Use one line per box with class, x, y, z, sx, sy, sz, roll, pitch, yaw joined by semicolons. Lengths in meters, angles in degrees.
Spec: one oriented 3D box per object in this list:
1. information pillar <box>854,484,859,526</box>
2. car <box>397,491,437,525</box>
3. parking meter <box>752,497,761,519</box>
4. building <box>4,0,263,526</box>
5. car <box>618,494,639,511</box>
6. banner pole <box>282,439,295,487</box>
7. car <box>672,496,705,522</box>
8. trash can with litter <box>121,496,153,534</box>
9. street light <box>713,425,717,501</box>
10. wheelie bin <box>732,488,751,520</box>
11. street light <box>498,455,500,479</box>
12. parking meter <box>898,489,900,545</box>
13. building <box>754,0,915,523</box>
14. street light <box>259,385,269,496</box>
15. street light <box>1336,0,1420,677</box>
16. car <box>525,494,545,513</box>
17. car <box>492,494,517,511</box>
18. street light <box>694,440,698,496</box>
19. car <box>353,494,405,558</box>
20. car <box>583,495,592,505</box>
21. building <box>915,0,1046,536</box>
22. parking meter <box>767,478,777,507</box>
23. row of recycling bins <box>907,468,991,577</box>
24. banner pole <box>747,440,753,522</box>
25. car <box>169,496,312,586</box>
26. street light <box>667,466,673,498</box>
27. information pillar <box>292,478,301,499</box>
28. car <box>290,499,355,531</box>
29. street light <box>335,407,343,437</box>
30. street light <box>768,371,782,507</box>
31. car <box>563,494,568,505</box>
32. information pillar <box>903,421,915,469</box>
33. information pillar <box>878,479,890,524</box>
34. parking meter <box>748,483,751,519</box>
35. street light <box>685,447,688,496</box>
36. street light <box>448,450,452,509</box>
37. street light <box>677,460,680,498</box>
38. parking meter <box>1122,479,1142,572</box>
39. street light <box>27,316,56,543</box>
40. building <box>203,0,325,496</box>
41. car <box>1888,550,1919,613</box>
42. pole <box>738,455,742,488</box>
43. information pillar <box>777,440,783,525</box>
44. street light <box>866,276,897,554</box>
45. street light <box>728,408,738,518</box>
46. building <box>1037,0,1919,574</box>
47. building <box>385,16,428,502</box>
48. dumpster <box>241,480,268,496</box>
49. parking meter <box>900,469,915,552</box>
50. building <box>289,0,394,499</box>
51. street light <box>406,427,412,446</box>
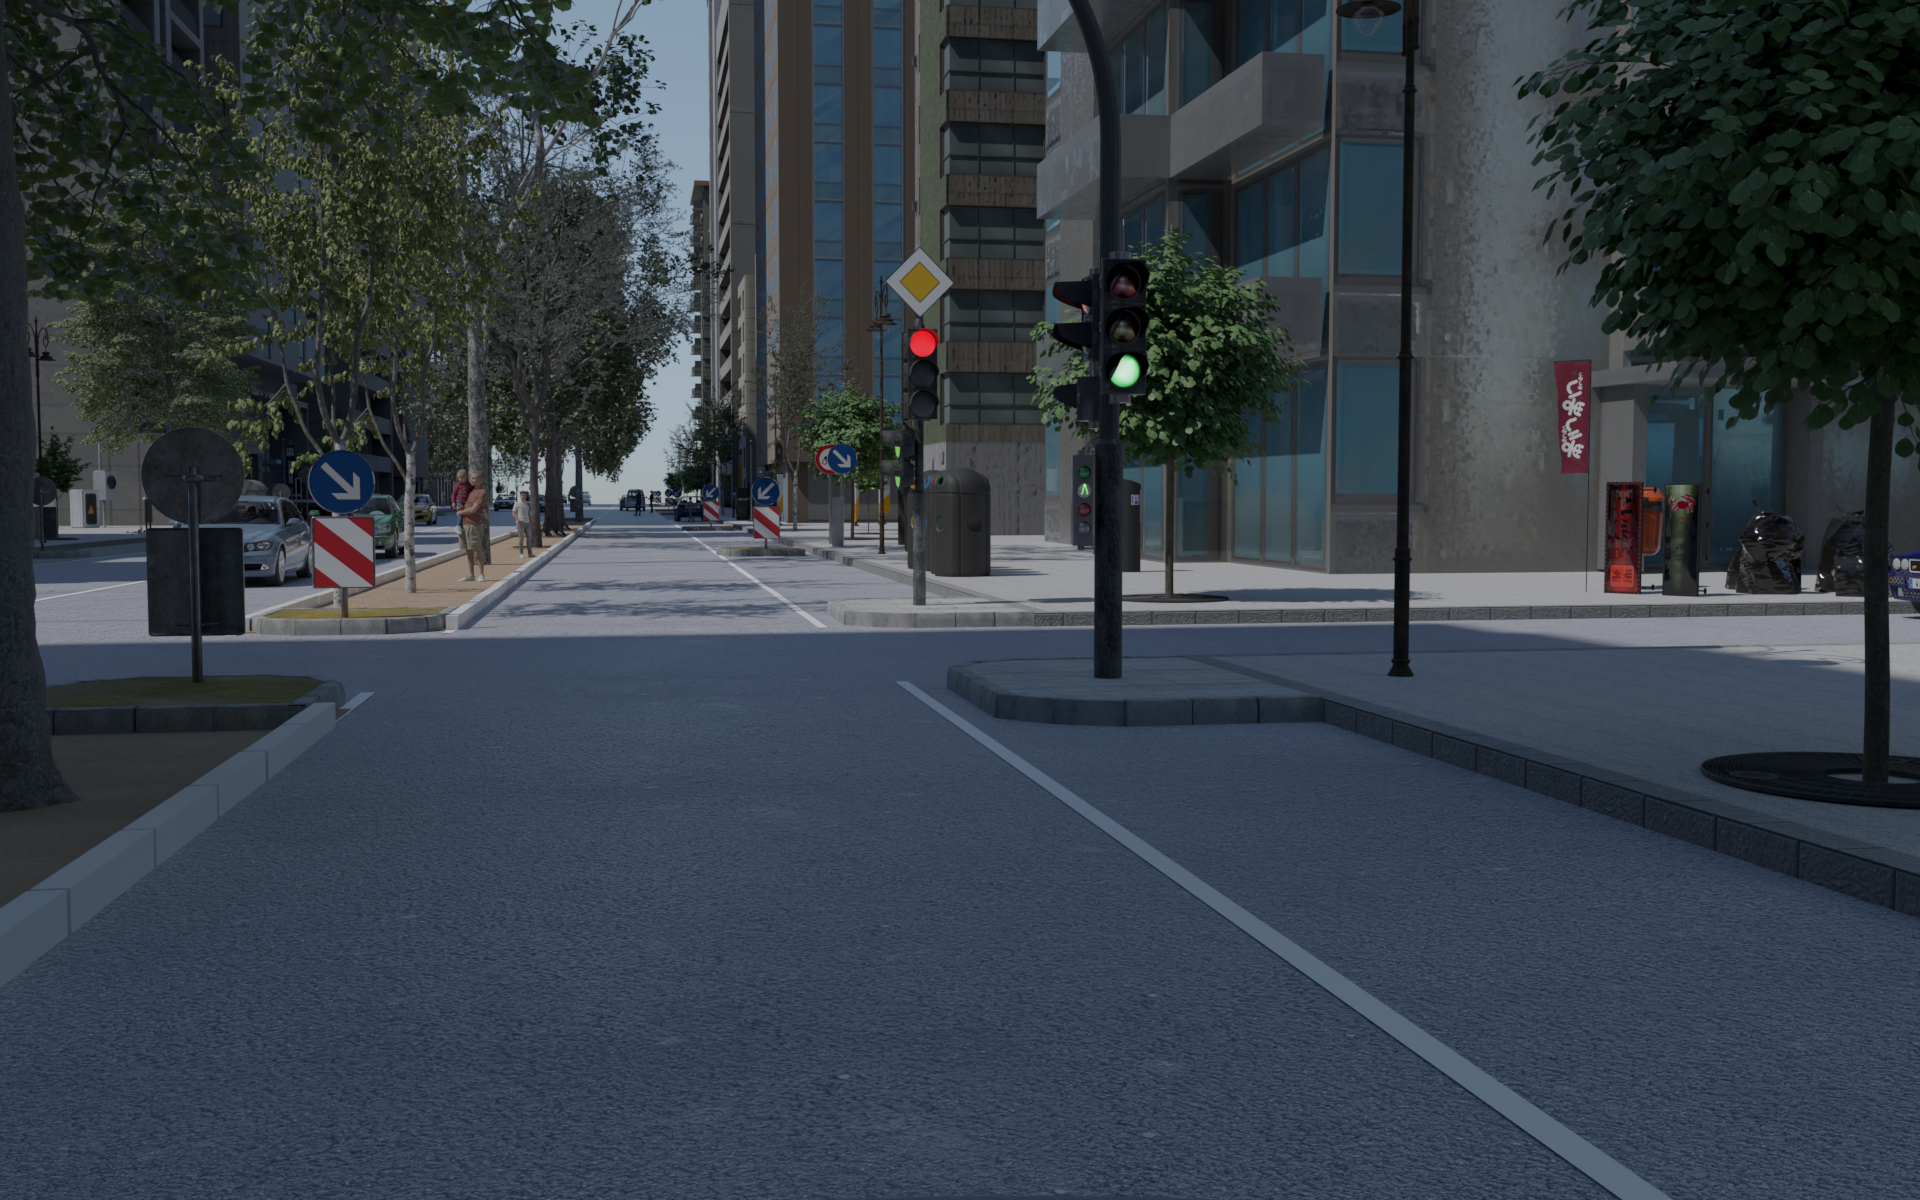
information pillar;-4.146;-4.766;69.282;0.183;3.616;0.504;1;4;13
car;-25.217;-4.274;80.108;2.015;1.641;3.980;-1;4;-12
parking meter;-9.256;-4.501;79.307;0.255;1.863;0.399;0;4;2
building;-43.314;-39.030;76.391;20.563;71.187;20.611;-1;4;-11
car;-28.908;-8.539;151.621;2.014;1.417;4.499;-1;4;-10
banner pole;-30.299;-5.387;78.099;0.863;3.779;0.401;1;4;20
car;-14.243;-4.842;91.740;1.945;1.354;3.894;-1;4;-12
trash can with litter;-26.771;-2.789;56.657;1.678;1.210;2.233;-1;4;-12
street light;-15.889;-8.527;112.208;0.468;5.910;1.993;-1;4;-11
wheelie bin;-10.773;-4.740;85.402;0.980;1.594;0.693;-1;4;-17
street light;-53.910;-14.047;202.455;0.468;5.910;1.993;-1;4;-11
parking meter;-1.351;-2.317;43.602;0.399;1.863;0.255;1;4;12
building;-2.366;-26.442;82.438;14.600;45.320;14.200;-1;4;-11
street light;-29.364;-6.143;73.228;0.468;5.910;1.993;-1;4;-11
street light;3.111;-2.401;12.049;0.468;5.910;1.993;-1;4;-11
car;-29.879;-6.864;122.010;2.009;1.686;4.222;-1;4;-13
car;-38.057;-8.265;144.918;2.009;1.686;4.222;-1;4;-12
street light;-21.340;-10.267;140.645;0.468;5.910;1.993;-1;4;-11
car;-13.781;-1.721;39.942;2.131;1.459;4.920;-1;4;-12
car;-49.518;-13.184;227.927;2.083;1.381;4.827;-1;4;-10
building;5.191;-17.653;60.330;14.160;30.474;14.107;-1;4;-11
parking meter;-6.901;-3.524;63.327;0.399;1.863;0.255;0;4;4
row of recycling bins;-0.170;-1.302;28.406;1.069;1.692;3.534;-1;4;-10
banner pole;-9.675;-5.536;80.528;0.401;3.779;0.863;0;4;-1
car;-11.733;-0.999;28.331;2.014;1.417;4.499;-1;4;-11
street light;-42.112;-16.953;249.966;0.468;5.910;1.993;-1;4;-11
information pillar;-30.604;-4.613;79.916;0.304;2.012;0.304;2;4;31
car;-13.236;-1.370;34.985;1.945;1.354;3.894;-1;4;-9
street light;-32.897;-7.284;91.887;0.468;5.910;1.993;-1;4;-11
street light;-6.909;-5.635;64.925;0.468;5.910;1.993;-1;4;-11
car;-54.553;-13.875;236.638;2.009;1.686;4.222;-1;4;-12
information pillar;-1.598;-3.894;55.018;0.504;3.616;0.183;0;4;5
information pillar;-3.216;-5.011;73.278;0.504;3.616;0.183;-2;4;-28
parking meter;-10.886;-5.185;90.493;0.255;1.863;0.399;2;4;24
street light;-26.662;-11.997;168.945;0.468;5.910;1.993;-1;4;-11
street light;-43.609;-10.739;148.370;0.468;5.910;1.993;-1;4;-11
street light;-31.449;-13.518;193.799;0.468;5.910;1.993;-1;4;-11
parking meter;2.789;-1.229;28.500;0.372;1.533;0.369;0;3;0
street light;-23.998;-4.426;45.152;0.468;5.910;1.993;-1;4;-11
building;-53.199;-31.275;100.586;28.713;52.752;27.495;-1;4;-11
car;12.680;-0.431;19.626;3.894;1.354;1.945;-1;4;-10
pole;-11.459;-5.903;90.354;0.158;3.312;0.155;0;3;0
information pillar;-7.538;-4.950;72.287;0.183;3.616;0.504;1;4;22
street light;-1.667;-3.917;36.825;0.468;5.910;1.993;-1;4;-11
street light;-12.183;-7.354;93.019;0.468;5.910;1.993;-1;4;-11
building;16.640;-25.583;37.896;30.456;49.044;23.786;-1;4;-11
building;-52.583;-30.210;144.052;14.600;45.320;14.200;-1;4;-11
dumpster;-28.863;-3.941;70.198;1.264;1.857;1.865;-1;4;-11
parking meter;-1.046;-2.007;38.532;0.399;1.863;0.255;1;4;16
building;-54.016;-30.691;125.497;21.300;48.544;21.600;-1;4;-11
street light;-38.230;-9.008;120.071;0.468;5.910;1.993;-1;4;-11
